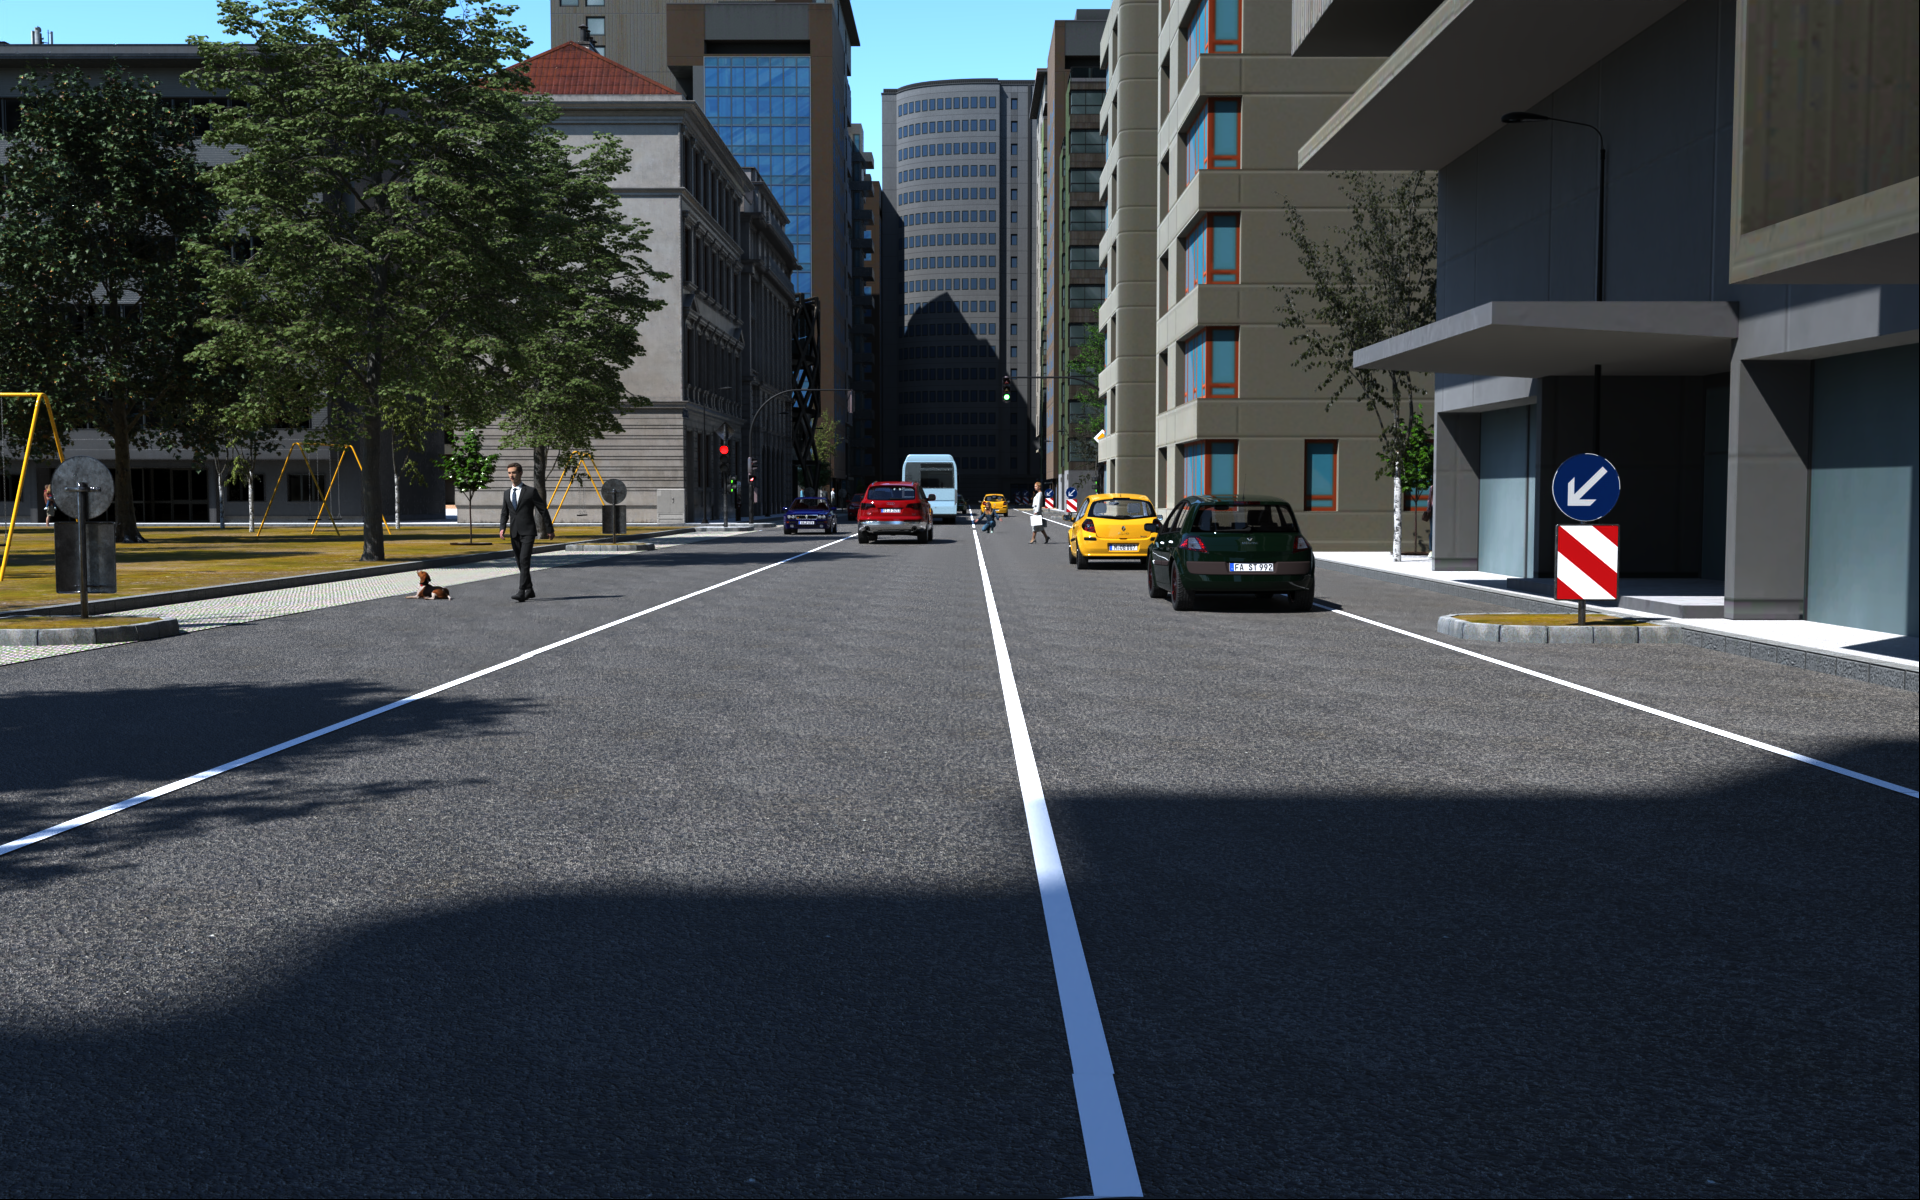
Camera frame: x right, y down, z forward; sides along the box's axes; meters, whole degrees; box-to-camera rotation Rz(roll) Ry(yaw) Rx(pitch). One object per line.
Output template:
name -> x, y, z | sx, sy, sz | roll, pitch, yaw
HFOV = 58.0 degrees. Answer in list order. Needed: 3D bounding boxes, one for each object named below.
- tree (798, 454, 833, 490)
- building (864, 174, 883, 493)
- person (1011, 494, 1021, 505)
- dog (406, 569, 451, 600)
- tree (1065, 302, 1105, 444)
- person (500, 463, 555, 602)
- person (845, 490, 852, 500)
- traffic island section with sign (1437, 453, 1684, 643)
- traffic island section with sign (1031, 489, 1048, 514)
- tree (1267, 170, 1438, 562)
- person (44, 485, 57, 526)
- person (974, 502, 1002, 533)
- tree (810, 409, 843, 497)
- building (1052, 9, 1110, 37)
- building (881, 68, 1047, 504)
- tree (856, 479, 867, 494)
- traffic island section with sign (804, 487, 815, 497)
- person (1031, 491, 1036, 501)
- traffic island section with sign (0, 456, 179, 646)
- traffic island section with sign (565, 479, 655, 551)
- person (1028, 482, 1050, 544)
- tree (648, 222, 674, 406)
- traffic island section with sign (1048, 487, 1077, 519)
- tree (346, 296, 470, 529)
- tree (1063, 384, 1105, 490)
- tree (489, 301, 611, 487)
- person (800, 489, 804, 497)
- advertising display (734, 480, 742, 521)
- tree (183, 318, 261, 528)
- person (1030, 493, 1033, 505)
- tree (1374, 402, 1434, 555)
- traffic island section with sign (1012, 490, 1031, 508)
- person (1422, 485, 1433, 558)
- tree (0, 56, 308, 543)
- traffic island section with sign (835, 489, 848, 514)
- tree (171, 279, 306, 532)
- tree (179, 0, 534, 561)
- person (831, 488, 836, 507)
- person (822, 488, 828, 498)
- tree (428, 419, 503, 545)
tree -> -11.875, -9.544, 139.760 | 4.285, 4.588, 4.351 | 0, 3, 0
building -> -17.941, -36.141, 241.022 | 14.200, 45.320, 14.600 | 0, 4, 0
person -> 6.925, -12.500, 212.817 | 1.348, 1.831, 0.705 | 0, 4, 5
dog -> -7.235, -0.208, 23.599 | 0.550, 0.427, 0.748 | -2, 4, -26
tree -> 9.421, -10.187, 92.310 | 9.928, 11.665, 9.643 | 0, 3, 0
person -> -5.882, -0.911, 23.165 | 0.659, 1.850, 0.755 | 1, 4, 18
person -> -12.769, -11.512, 195.091 | 1.217, 1.723, 0.721 | 1, 4, 13
traffic island section with sign -> 5.965, -0.547, 17.564 | 1.989, 1.847, 2.006 | 0, 4, 0
traffic island section with sign -> 6.385, -7.226, 126.770 | 1.989, 1.847, 2.006 | 0, 4, 0
tree -> 8.053, -5.029, 32.589 | 4.360, 8.622, 3.978 | 0, 3, 0
person -> -36.779, -3.762, 69.986 | 0.580, 1.828, 0.573 | 1, 4, 19
person -> 1.134, -3.034, 63.606 | 1.012, 1.151, 0.738 | 2, 4, 23
tree -> -12.053, -12.050, 147.381 | 4.737, 8.622, 4.395 | 0, 3, 0
building -> 15.356, -31.313, 162.085 | 14.600, 45.320, 14.200 | 0, 4, 0
building -> 3.322, -42.885, 243.168 | 28.212, 58.520, 21.231 | 0, 4, 0
tree -> -11.397, -12.365, 196.766 | 1.663, 3.219, 1.824 | 0, 3, 0
traffic island section with sign -> -8.645, -5.572, 99.727 | 1.989, 1.847, 2.006 | 0, 4, 0
person -> 6.839, -9.308, 161.406 | 0.721, 1.735, 1.217 | 1, 4, 19
traffic island section with sign -> -8.967, -0.523, 17.182 | 1.989, 1.847, 2.006 | 0, 4, 0
traffic island section with sign -> -8.859, -2.172, 44.137 | 1.989, 1.847, 2.006 | 0, 4, 0
person -> 2.290, -2.512, 49.925 | 0.624, 1.780, 0.694 | 1, 4, 13
tree -> -12.116, -8.028, 49.390 | 7.486, 12.596, 7.792 | 0, 3, 0
traffic island section with sign -> 6.281, -5.577, 99.815 | 1.989, 1.847, 2.006 | 0, 4, 0
tree -> -20.535, -6.934, 63.740 | 4.737, 8.622, 4.395 | 0, 3, 0
tree -> 8.766, -9.827, 111.040 | 4.360, 8.622, 3.978 | 0, 3, 0
tree -> -14.246, -6.665, 59.333 | 4.360, 8.622, 3.978 | 0, 3, 0
person -> -13.556, -8.699, 148.130 | 0.748, 1.841, 0.638 | 1, 4, 9
advertising display -> -10.511, -4.698, 82.031 | 0.123, 1.923, 0.974 | 0, 4, 6
tree -> -27.853, -7.009, 64.961 | 4.360, 8.622, 3.978 | 0, 3, 0
person -> 8.366, -11.712, 200.759 | 0.421, 1.427, 0.697 | 0, 4, 7
tree -> 9.640, -2.559, 36.442 | 1.663, 3.219, 1.824 | 0, 3, 0
traffic island section with sign -> 6.581, -10.287, 176.815 | 1.989, 1.847, 2.006 | 0, 4, 0
person -> 9.542, -1.711, 34.614 | 0.593, 1.750, 0.643 | 1, 4, 23
tree -> -22.333, -7.872, 45.709 | 9.611, 12.733, 9.660 | 0, 3, 0
traffic island section with sign -> -8.550, -7.220, 126.682 | 1.989, 1.847, 2.006 | 0, 4, 0
tree -> -24.092, -6.586, 58.041 | 4.737, 8.622, 4.395 | 0, 3, 0
tree -> -11.006, -7.044, 33.299 | 7.486, 12.596, 7.792 | 0, 3, 0
person -> -10.740, -8.535, 145.810 | 0.641, 1.798, 0.478 | 3, 5, 41
person -> -11.693, -8.777, 149.650 | 0.694, 1.812, 0.767 | -1, 4, -23
tree -> -12.252, -2.996, 43.583 | 1.663, 3.219, 1.824 | 0, 3, 0
